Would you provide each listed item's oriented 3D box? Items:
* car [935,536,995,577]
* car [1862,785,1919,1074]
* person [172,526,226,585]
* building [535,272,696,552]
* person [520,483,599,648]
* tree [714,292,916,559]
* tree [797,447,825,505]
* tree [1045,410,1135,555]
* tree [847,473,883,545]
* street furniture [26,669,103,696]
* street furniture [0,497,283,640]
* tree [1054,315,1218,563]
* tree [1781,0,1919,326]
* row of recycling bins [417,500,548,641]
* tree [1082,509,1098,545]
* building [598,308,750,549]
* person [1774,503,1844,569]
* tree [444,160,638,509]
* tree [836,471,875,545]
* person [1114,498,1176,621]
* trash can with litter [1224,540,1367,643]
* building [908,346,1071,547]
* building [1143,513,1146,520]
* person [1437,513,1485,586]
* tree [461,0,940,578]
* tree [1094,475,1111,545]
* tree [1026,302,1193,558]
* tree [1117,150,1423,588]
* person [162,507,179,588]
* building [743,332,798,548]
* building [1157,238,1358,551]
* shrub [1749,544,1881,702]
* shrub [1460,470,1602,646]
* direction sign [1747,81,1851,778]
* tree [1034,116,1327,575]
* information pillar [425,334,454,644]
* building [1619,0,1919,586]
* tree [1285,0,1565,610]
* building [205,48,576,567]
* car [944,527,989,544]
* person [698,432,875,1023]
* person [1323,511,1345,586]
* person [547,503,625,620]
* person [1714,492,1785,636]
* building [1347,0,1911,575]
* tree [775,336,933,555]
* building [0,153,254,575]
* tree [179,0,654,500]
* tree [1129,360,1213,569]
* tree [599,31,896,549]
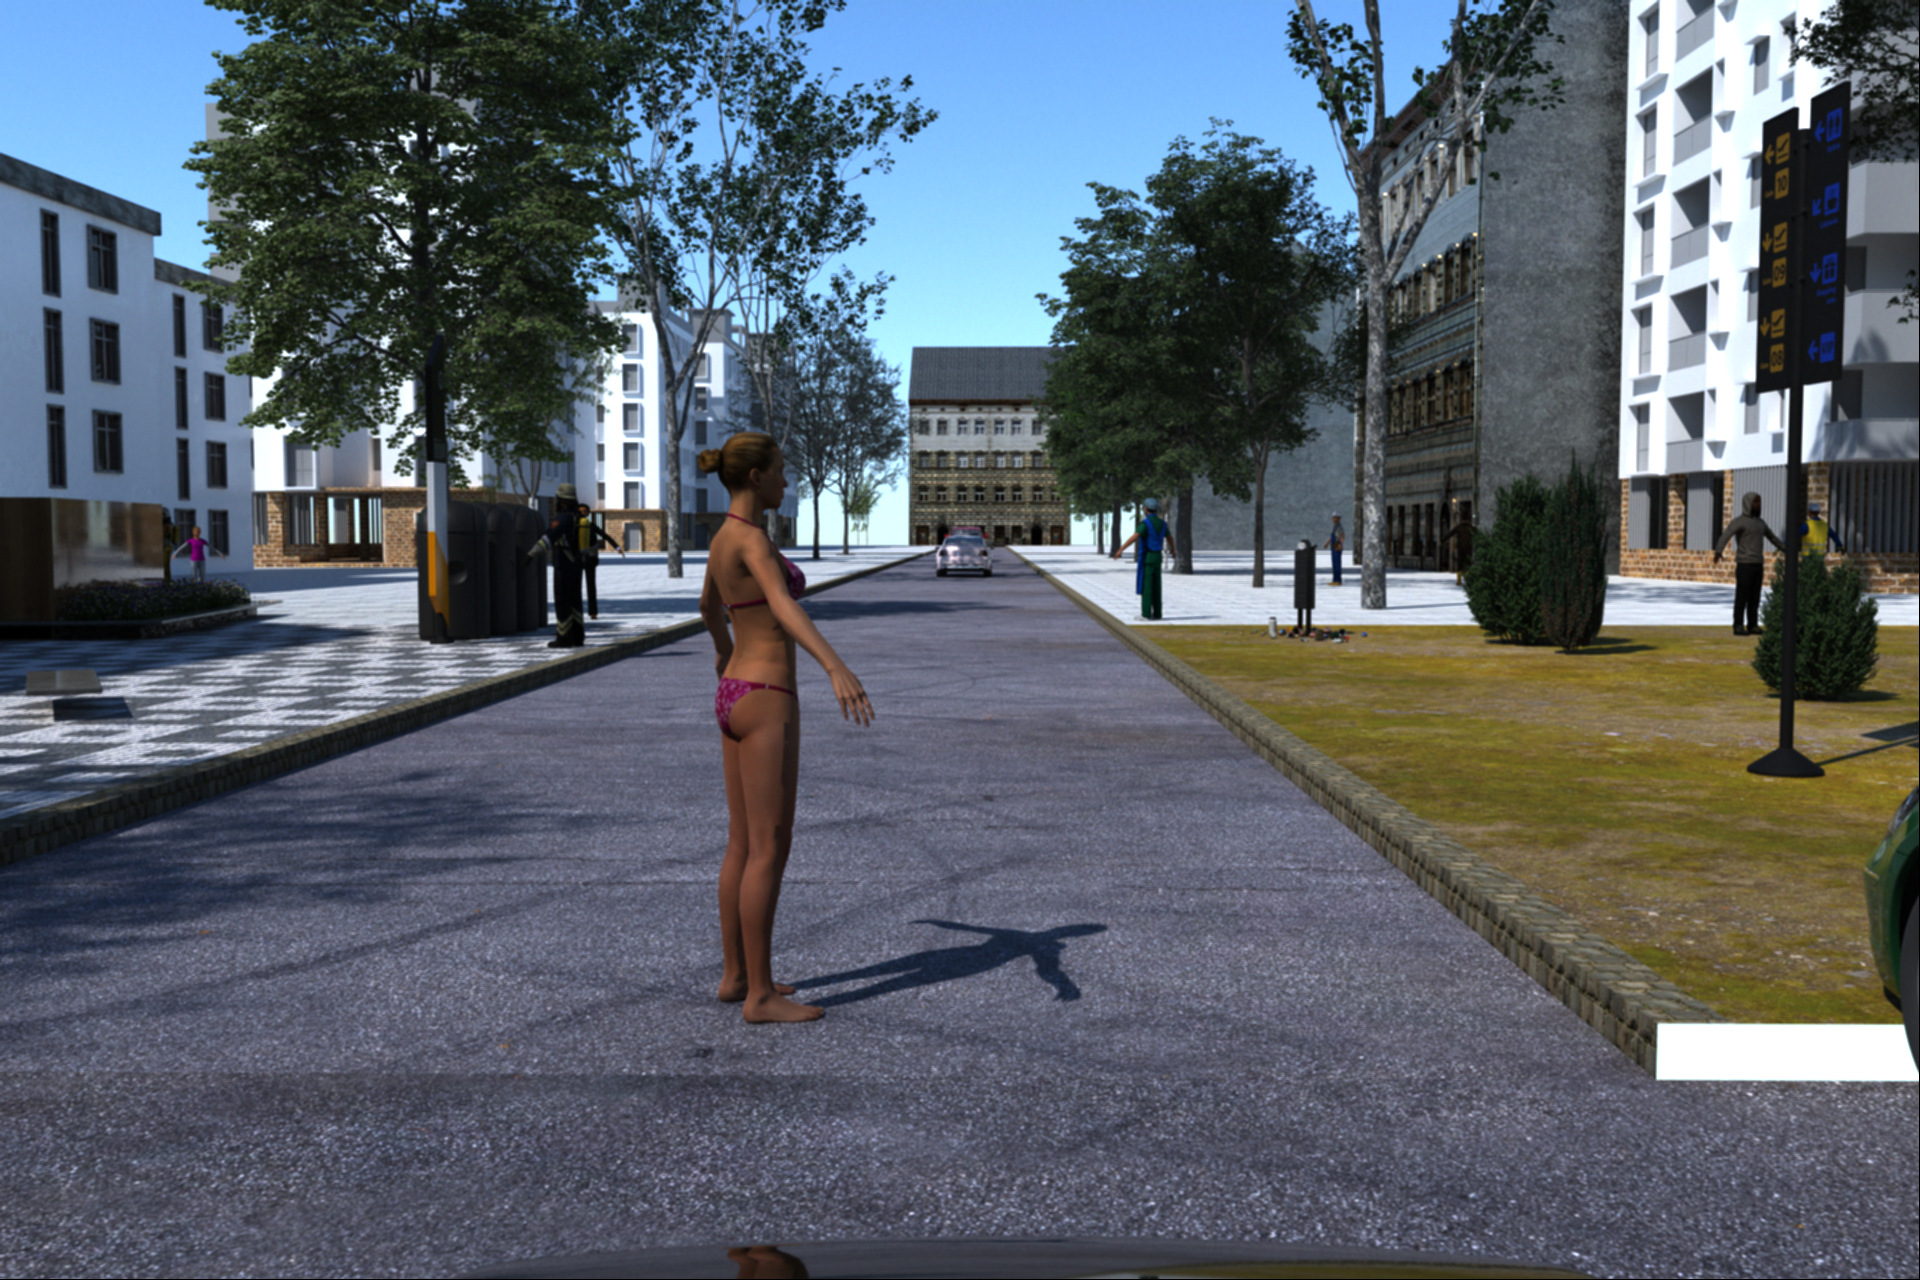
[{"bbox_3d":[0.162,-2.861,59.135,2.083,1.381,4.827,0,4,1],"label":"car"},{"bbox_3d":[3.276,0.559,2.651,2.131,1.459,4.920,0,4,1],"label":"car"},{"bbox_3d":[-14.898,-1.506,33.889,0.991,1.433,0.599,-3,4,-37],"label":"person"},{"bbox_3d":[-26.543,-16.527,126.631,16.016,20.090,11.380,0,4,2],"label":"building"},{"bbox_3d":[-4.472,-0.849,19.659,0.705,1.856,1.354,2,4,24],"label":"person"},{"bbox_3d":[-7.304,-10.879,88.242,12.009,13.543,11.850,0,3,0],"label":"tree"},{"bbox_3d":[-20.542,-17.431,195.359,12.009,13.543,11.850,0,3,0],"label":"tree"},{"bbox_3d":[9.010,-11.544,106.878,7.486,12.596,7.792,0,3,0],"label":"tree"},{"bbox_3d":[-11.161,-15.452,202.998,4.737,8.622,4.395,0,3,0],"label":"tree"},{"bbox_3d":[-12.494,-0.348,12.536,11.010,1.723,9.812,-2,4,-28],"label":"street furniture"},{"bbox_3d":[-12.606,-1.060,24.181,9.812,1.723,11.010,-1,4,-10],"label":"street furniture"},{"bbox_3d":[7.804,-9.254,77.054,9.928,11.665,9.643,0,3,0],"label":"tree"},{"bbox_3d":[13.156,-5.069,17.290,8.767,10.594,7.601,0,4,5],"label":"tree"},{"bbox_3d":[-6.112,-0.941,22.505,1.069,1.692,3.534,0,4,1],"label":"row of recycling bins"},{"bbox_3d":[15.833,-15.284,200.252,4.360,8.622,3.978,0,3,0],"label":"tree"},{"bbox_3d":[-24.362,-17.731,146.316,16.016,20.090,11.380,0,3,0],"label":"building"},{"bbox_3d":[15.327,-1.541,31.161,1.349,1.833,0.705,0,4,-7],"label":"person"},{"bbox_3d":[-8.667,-5.142,34.442,4.360,8.622,3.978,0,3,0],"label":"tree"},{"bbox_3d":[-11.881,-15.122,197.605,4.737,8.622,4.395,0,3,0],"label":"tree"},{"bbox_3d":[2.813,-1.201,25.760,1.347,1.817,0.704,-3,5,-43],"label":"person"},{"bbox_3d":[4.247,-0.636,21.457,1.678,1.210,2.233,0,4,-1],"label":"trash can with litter"},{"bbox_3d":[3.543,-22.532,201.775,18.063,23.208,19.493,0,4,1],"label":"building"},{"bbox_3d":[28.019,-18.646,171.319,16.747,18.905,31.486,0,4,1],"label":"building"},{"bbox_3d":[12.548,-2.257,43.040,1.346,1.812,0.704,1,4,23],"label":"person"},{"bbox_3d":[-7.422,-11.817,49.103,12.611,20.169,13.585,0,3,0],"label":"tree"},{"bbox_3d":[16.803,-14.974,195.185,4.360,8.622,3.978,0,3,0],"label":"tree"},{"bbox_3d":[8.376,-11.377,92.664,9.857,13.997,8.962,0,3,0],"label":"tree"},{"bbox_3d":[7.445,-6.547,41.463,7.601,10.594,8.767,-3,5,-39],"label":"tree"},{"bbox_3d":[-17.070,-1.916,37.092,0.705,1.858,1.354,-2,4,-28],"label":"person"},{"bbox_3d":[-21.719,-18.795,163.718,16.016,20.090,11.380,0,4,1],"label":"building"},{"bbox_3d":[25.137,-18.804,138.378,19.493,23.208,18.063,0,4,1],"label":"building"},{"bbox_3d":[6.620,-0.140,13.403,1.383,1.207,1.383,0,3,0],"label":"shrub"},{"bbox_3d":[6.625,-0.959,20.101,1.690,2.028,1.600,0,3,0],"label":"shrub"},{"bbox_3d":[4.430,-1.051,9.188,0.379,3.537,0.876,0,4,0],"label":"direction sign"},{"bbox_3d":[7.097,-9.063,54.837,9.857,13.997,8.962,0,3,0],"label":"tree"},{"bbox_3d":[-6.072,-1.759,20.117,0.183,3.616,0.504,0,4,0],"label":"information pillar"},{"bbox_3d":[24.814,-11.812,49.549,16.016,20.090,11.380,0,4,1],"label":"building"},{"bbox_3d":[8.204,-10.528,28.024,12.611,20.169,13.585,0,3,0],"label":"tree"},{"bbox_3d":[-23.245,-12.981,68.656,16.016,20.090,11.380,0,4,1],"label":"building"},{"bbox_3d":[0.347,-4.929,89.260,2.281,1.827,5.304,0,4,1],"label":"car"},{"bbox_3d":[-0.538,0.248,5.206,0.721,1.733,1.217,-2,4,-25],"label":"person"},{"bbox_3d":[9.332,-2.273,43.027,0.705,1.847,1.347,0,4,-4],"label":"person"},{"bbox_3d":[-5.632,-1.174,25.913,1.216,1.740,0.721,-1,4,-10],"label":"person"},{"bbox_3d":[10.034,-0.968,21.958,1.348,1.813,0.705,-1,4,-22],"label":"person"},{"bbox_3d":[25.457,-14.141,62.128,19.493,23.208,18.063,0,4,1],"label":"building"},{"bbox_3d":[-6.869,-11.943,105.642,12.009,13.543,11.850,0,3,0],"label":"tree"},{"bbox_3d":[-25.397,-6.323,45.521,9.099,9.664,28.070,0,4,2],"label":"building"},{"bbox_3d":[-8.523,-6.676,27.276,7.486,12.596,7.792,0,3,0],"label":"tree"},{"bbox_3d":[7.457,-6.915,63.427,4.360,8.622,3.978,0,3,0],"label":"tree"},{"bbox_3d":[-8.516,-12.993,68.323,12.611,20.169,13.585,0,3,0],"label":"tree"}]
